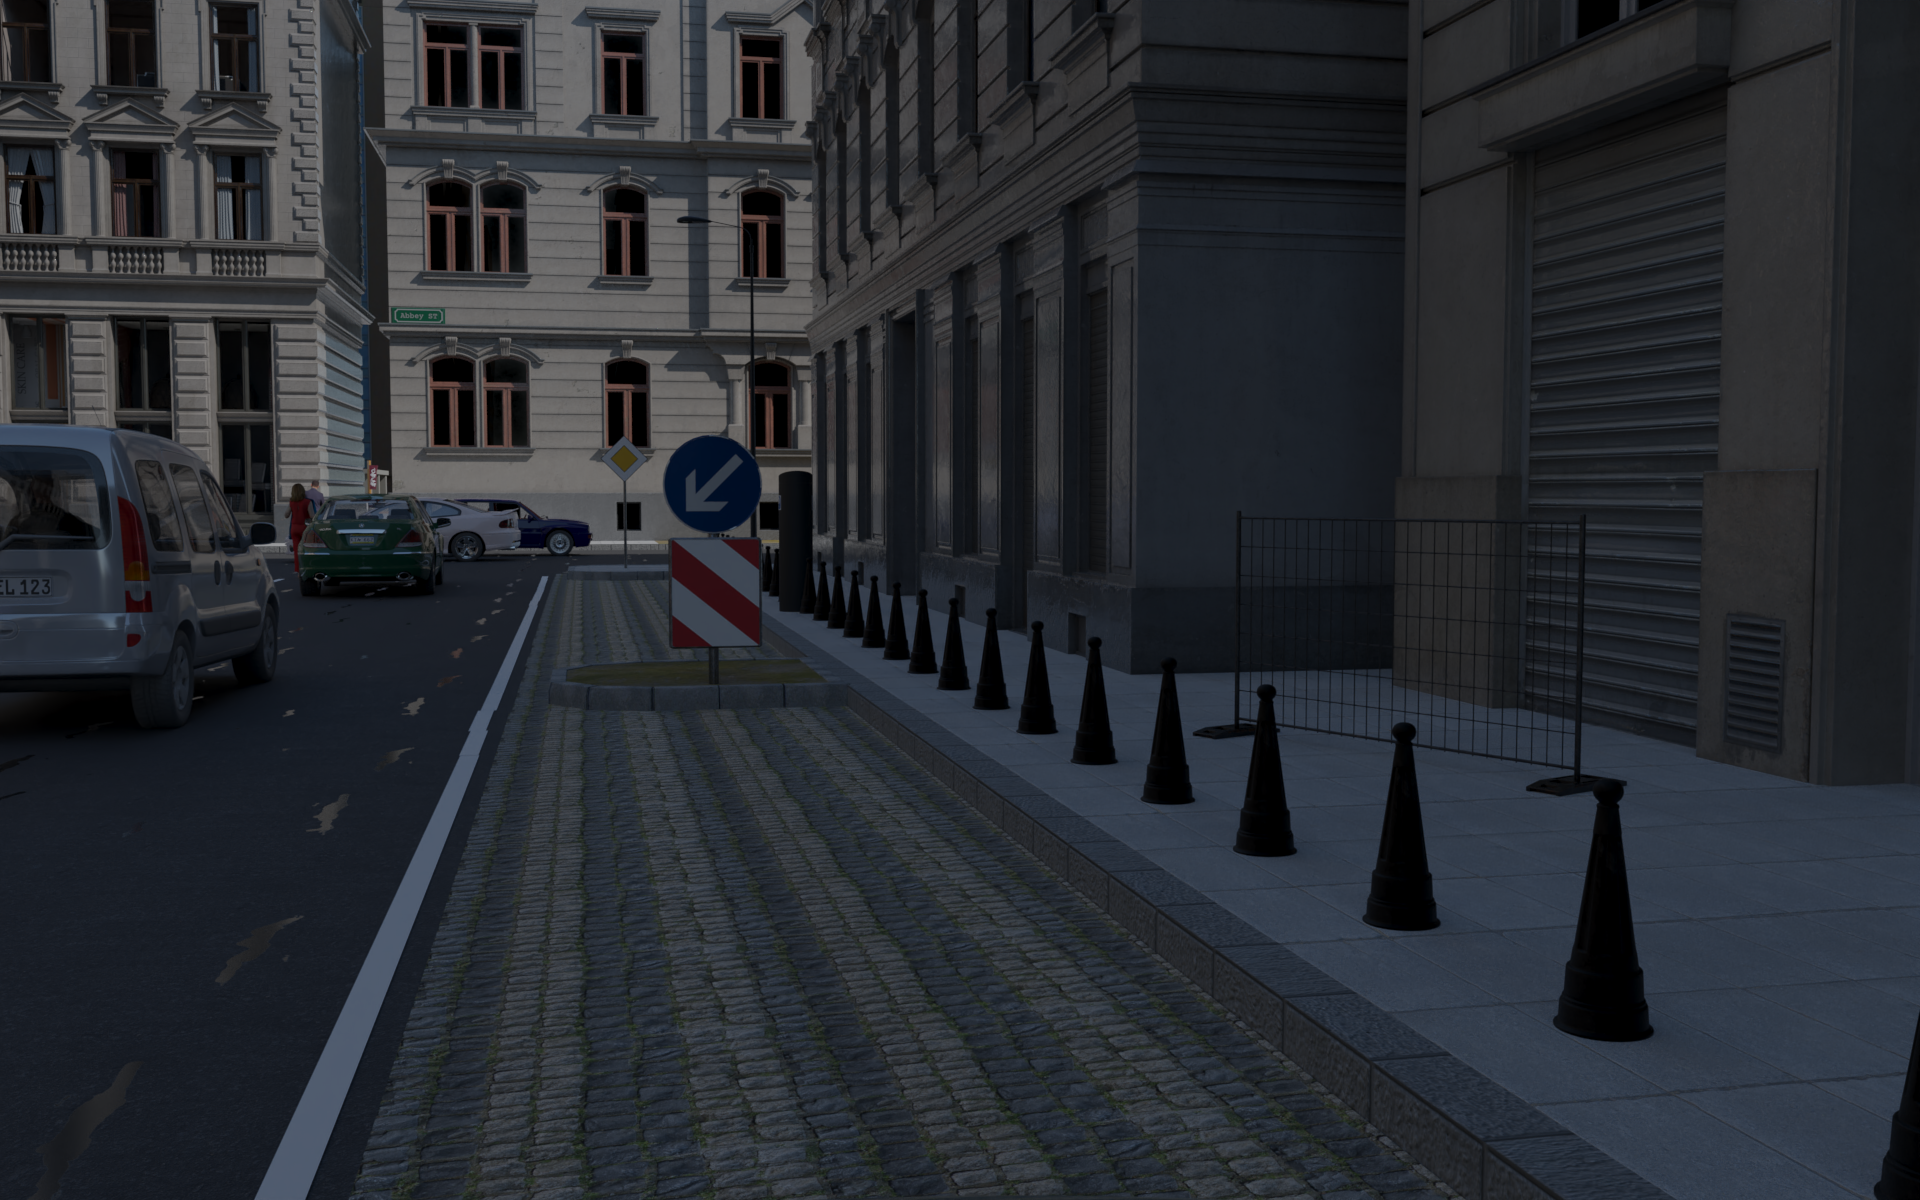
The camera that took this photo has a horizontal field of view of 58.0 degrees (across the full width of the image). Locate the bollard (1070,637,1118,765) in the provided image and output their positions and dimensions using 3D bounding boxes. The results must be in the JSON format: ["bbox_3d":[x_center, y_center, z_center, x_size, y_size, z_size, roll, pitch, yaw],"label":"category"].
[{"bbox_3d":[0.643,0.475,8.280,0.229,0.601,0.229,0,3,0],"label":"bollard"}]

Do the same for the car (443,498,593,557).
[{"bbox_3d":[-10.540,-1.700,40.376,3.894,1.354,1.945,-1,4,-12],"label":"car"}]

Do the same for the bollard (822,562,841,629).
[{"bbox_3d":[-1.165,-0.032,16.560,0.229,0.601,0.229,0,3,0],"label":"bollard"}]

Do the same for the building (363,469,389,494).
[{"bbox_3d":[-57.347,-26.174,119.829,32.217,40.220,23.993,-1,4,-12],"label":"building"}]

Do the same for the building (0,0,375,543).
[{"bbox_3d":[-26.725,-13.362,47.352,19.941,23.489,11.050,-1,4,-12],"label":"building"}]

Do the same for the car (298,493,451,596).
[{"bbox_3d":[-8.733,-0.862,25.888,2.131,1.459,4.920,-1,4,-14],"label":"car"}]

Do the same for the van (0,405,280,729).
[{"bbox_3d":[-5.835,-0.293,11.802,2.013,2.044,4.112,-1,4,-11],"label":"van"}]

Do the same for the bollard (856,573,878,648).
[{"bbox_3d":[-0.717,0.094,14.503,0.229,0.601,0.229,0,3,0],"label":"bollard"}]

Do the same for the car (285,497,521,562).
[{"bbox_3d":[-11.893,-1.512,37.081,4.827,1.381,2.083,-1,4,-12],"label":"car"}]

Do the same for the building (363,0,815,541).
[{"bbox_3d":[-5.633,-16.282,53.597,23.554,28.519,14.401,-1,4,-12],"label":"building"}]

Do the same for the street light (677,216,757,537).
[{"bbox_3d":[-4.038,-3.465,29.193,1.470,5.913,1.316,-1,4,-12],"label":"street light"}]

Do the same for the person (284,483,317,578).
[{"bbox_3d":[-11.149,-1.177,29.454,0.593,1.614,0.444,2,4,28],"label":"person"}]

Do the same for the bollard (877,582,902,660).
[{"bbox_3d":[-0.491,0.158,13.454,0.229,0.601,0.229,0,3,0],"label":"bollard"}]

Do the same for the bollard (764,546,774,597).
[{"bbox_3d":[-2.294,-0.347,21.719,0.229,0.601,0.229,0,3,0],"label":"bollard"}]

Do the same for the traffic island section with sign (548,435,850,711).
[{"bbox_3d":[-1.916,-0.227,12.337,1.989,1.847,2.006,-1,4,-12],"label":"traffic island section with sign"}]

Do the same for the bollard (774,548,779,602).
[{"bbox_3d":[-2.065,-0.284,20.682,0.229,0.601,0.229,0,3,0],"label":"bollard"}]

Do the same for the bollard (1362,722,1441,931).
[{"bbox_3d":[1.323,0.665,5.175,0.229,0.601,0.229,0,3,0],"label":"bollard"}]

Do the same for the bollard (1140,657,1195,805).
[{"bbox_3d":[0.871,0.538,7.238,0.229,0.601,0.229,0,3,0],"label":"bollard"}]

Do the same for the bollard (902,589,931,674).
[{"bbox_3d":[-0.265,0.221,12.426,0.229,0.601,0.229,0,3,0],"label":"bollard"}]

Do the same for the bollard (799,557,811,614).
[{"bbox_3d":[-1.616,-0.157,18.616,0.229,0.601,0.229,0,3,0],"label":"bollard"}]

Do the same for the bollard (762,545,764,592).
[{"bbox_3d":[-2.523,-0.412,22.776,0.229,0.601,0.229,0,3,0],"label":"bollard"}]

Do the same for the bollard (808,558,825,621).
[{"bbox_3d":[-1.388,-0.095,17.588,0.229,0.601,0.229,0,3,0],"label":"bollard"}]

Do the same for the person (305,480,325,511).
[{"bbox_3d":[-15.632,-2.002,41.680,0.683,1.767,0.568,-1,4,-20],"label":"person"}]

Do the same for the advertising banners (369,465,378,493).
[{"bbox_3d":[-36.008,-6.595,104.020,2.074,3.025,0.090,-1,4,-19],"label":"advertising banners"}]

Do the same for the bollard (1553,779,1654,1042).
[{"bbox_3d":[1.546,0.728,4.146,0.229,0.601,0.229,0,3,0],"label":"bollard"}]

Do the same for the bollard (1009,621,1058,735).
[{"bbox_3d":[0.416,0.411,9.317,0.229,0.601,0.229,0,3,0],"label":"bollard"}]

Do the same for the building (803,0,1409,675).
[{"bbox_3d":[3.886,-10.531,21.338,9.793,20.994,18.267,-1,4,-12],"label":"building"}]

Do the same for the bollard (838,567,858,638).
[{"bbox_3d":[-0.944,0.031,15.531,0.229,0.601,0.229,0,3,0],"label":"bollard"}]

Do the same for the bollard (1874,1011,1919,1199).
[{"bbox_3d":[1.779,0.791,3.110,0.229,0.601,0.229,0,3,0],"label":"bollard"}]

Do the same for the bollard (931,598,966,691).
[{"bbox_3d":[-0.040,0.284,11.392,0.229,0.601,0.229,0,3,0],"label":"bollard"}]

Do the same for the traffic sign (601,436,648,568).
[{"bbox_3d":[-5.776,-1.603,29.845,0.795,2.450,0.064,-1,4,-12],"label":"traffic sign"}]

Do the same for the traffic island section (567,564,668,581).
[{"bbox_3d":[-5.755,-0.468,29.927,2.009,0.180,2.903,-1,4,-12],"label":"traffic island section"}]

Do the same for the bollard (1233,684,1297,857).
[{"bbox_3d":[1.096,0.601,6.210,0.229,0.601,0.229,0,3,0],"label":"bollard"}]

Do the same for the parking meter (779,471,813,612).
[{"bbox_3d":[-1.796,-0.645,18.950,0.372,1.533,0.369,0,3,0],"label":"parking meter"}]

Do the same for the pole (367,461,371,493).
[{"bbox_3d":[-35.891,-6.815,105.268,0.158,3.312,0.155,0,3,0],"label":"pole"}]

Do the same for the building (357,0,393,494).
[{"bbox_3d":[-52.473,-29.978,140.244,14.600,45.320,14.200,-1,4,-12],"label":"building"}]

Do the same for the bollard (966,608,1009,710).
[{"bbox_3d":[0.188,0.347,10.364,0.229,0.601,0.229,0,3,0],"label":"bollard"}]

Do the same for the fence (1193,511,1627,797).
[{"bbox_3d":[2.083,0.174,8.364,0.480,1.192,2.264,-2,4,-35],"label":"fence"}]

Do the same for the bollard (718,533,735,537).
[{"bbox_3d":[-3.890,-0.794,29.018,0.229,0.601,0.229,0,3,0],"label":"bollard"}]
